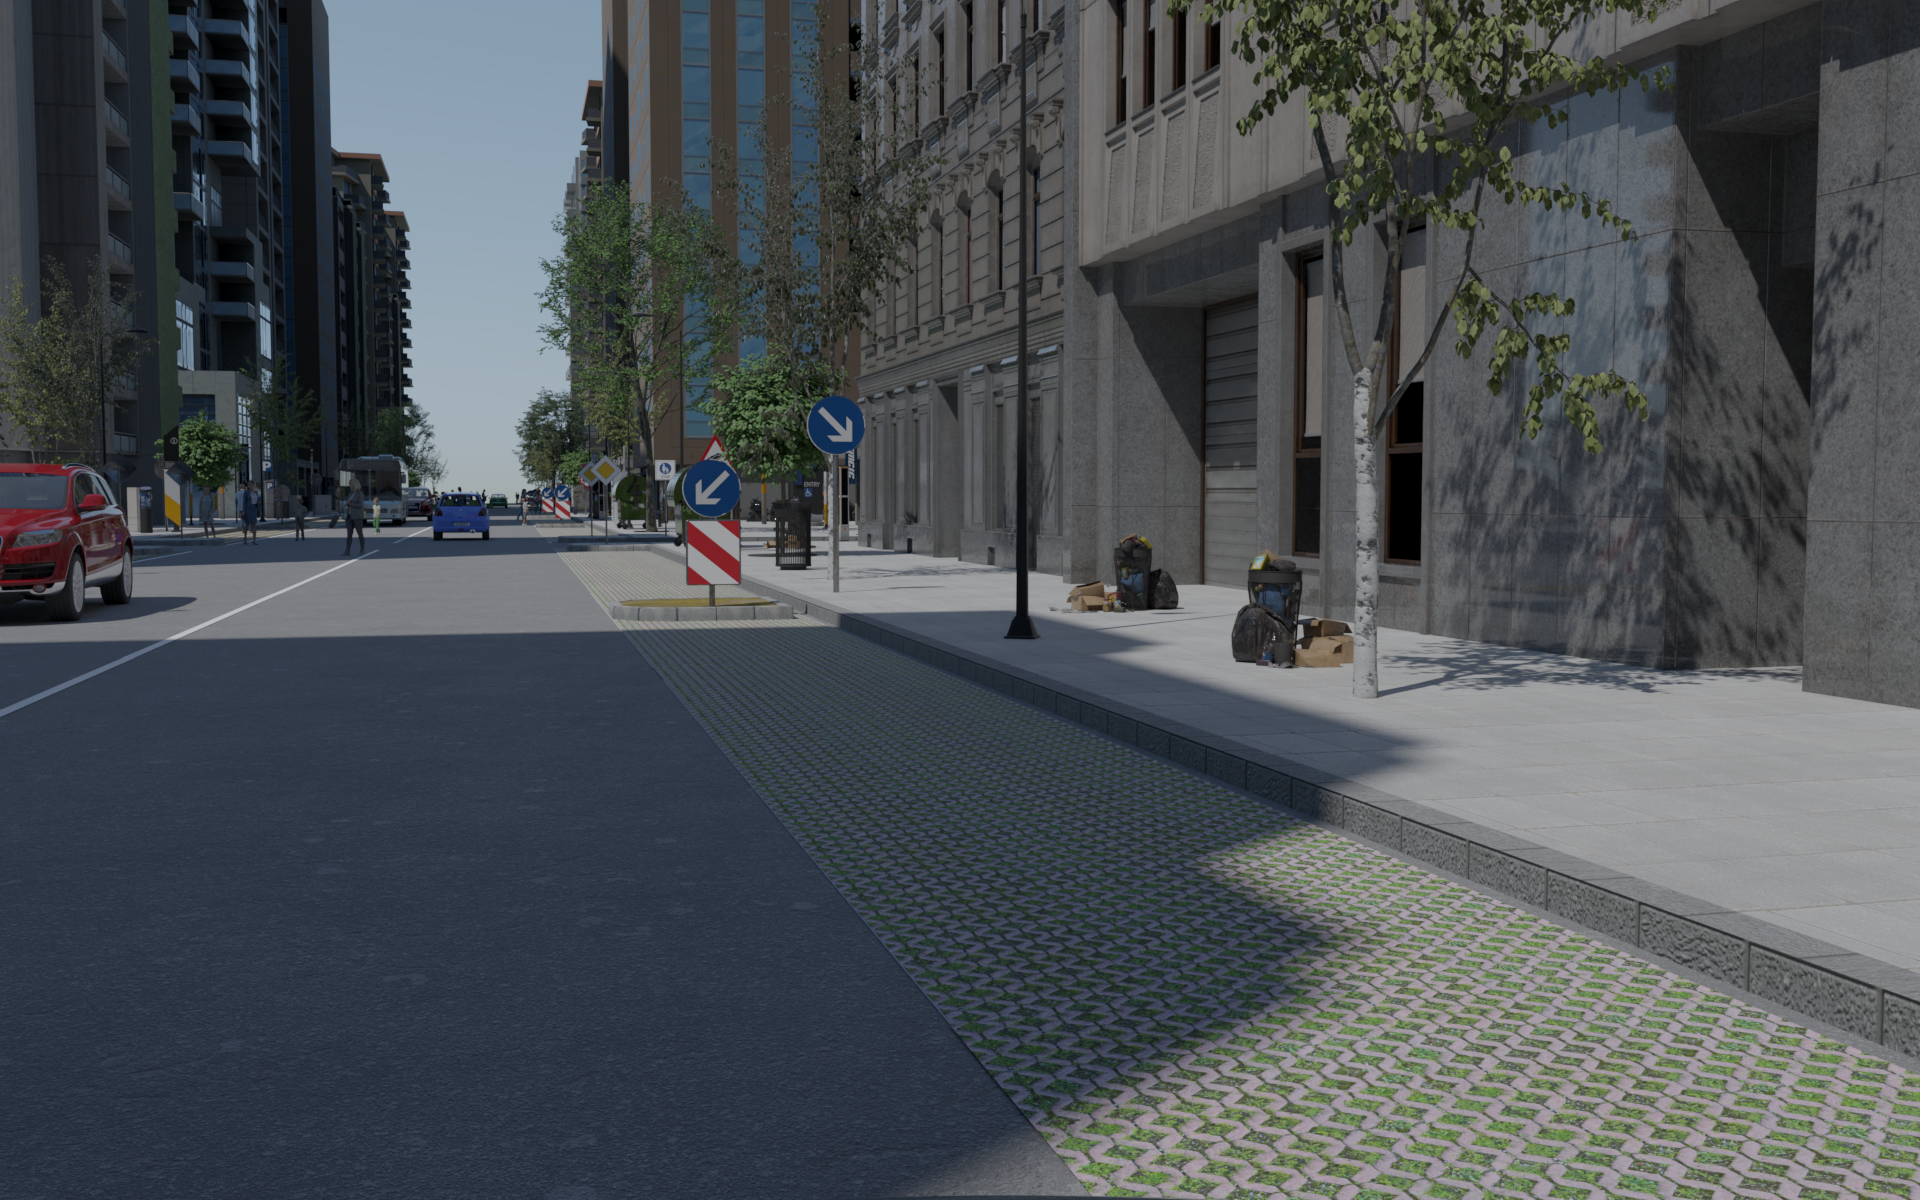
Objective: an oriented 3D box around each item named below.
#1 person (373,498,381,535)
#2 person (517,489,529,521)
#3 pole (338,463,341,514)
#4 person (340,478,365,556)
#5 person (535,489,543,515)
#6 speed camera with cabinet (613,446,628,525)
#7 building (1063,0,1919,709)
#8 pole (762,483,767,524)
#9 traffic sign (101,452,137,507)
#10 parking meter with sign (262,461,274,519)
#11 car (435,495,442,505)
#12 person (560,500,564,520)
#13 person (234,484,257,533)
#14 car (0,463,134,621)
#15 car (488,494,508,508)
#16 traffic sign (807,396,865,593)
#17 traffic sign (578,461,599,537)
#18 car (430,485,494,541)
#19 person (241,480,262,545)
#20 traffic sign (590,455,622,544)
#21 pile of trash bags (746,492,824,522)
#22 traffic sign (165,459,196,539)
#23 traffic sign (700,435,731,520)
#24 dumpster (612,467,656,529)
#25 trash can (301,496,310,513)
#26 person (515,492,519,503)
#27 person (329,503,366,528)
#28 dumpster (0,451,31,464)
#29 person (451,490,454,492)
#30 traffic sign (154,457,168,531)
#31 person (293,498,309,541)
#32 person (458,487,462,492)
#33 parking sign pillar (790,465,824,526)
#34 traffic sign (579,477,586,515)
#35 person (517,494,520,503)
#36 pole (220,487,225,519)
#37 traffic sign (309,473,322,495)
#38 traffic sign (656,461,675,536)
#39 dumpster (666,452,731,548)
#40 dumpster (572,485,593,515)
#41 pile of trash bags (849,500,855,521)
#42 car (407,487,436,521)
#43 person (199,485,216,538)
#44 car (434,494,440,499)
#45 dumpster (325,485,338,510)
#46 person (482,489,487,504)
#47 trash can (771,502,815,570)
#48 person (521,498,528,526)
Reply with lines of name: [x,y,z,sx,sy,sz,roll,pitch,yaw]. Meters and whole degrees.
person: [-20.395,-2.927,60.611,0.306,1.304,0.590,0,4,2]
person: [-23.376,-5.088,92.529,0.643,1.720,0.563,-1,4,-8]
pole: [-40.461,-7.288,112.998,0.158,3.312,0.155,0,3,0]
person: [-14.099,-1.933,40.286,0.537,1.800,0.526,3,5,40]
person: [-28.387,-6.575,116.599,0.593,1.750,0.643,-3,4,-36]
speed camera with cabinet: [-14.011,-4.719,71.493,0.660,3.252,2.038,-1,4,-10]
building: [9.800,-12.118,16.152,12.078,24.808,19.932,-1,4,-15]
pole: [-8.293,-4.859,73.291,0.158,3.312,0.155,0,3,0]
traffic sign: [-20.073,-2.309,41.393,0.795,2.450,0.064,-1,4,-15]
parking meter with sign: [-36.253,-5.784,90.828,0.543,3.016,1.738,-2,4,-27]
car: [-50.283,-9.520,168.232,1.945,1.354,3.894,-1,4,-16]
person: [-21.805,-4.998,94.885,0.362,1.253,0.373,3,5,41]
person: [-26.136,-3.340,63.292,0.721,1.800,0.419,0,4,3]
car: [-11.403,-0.747,20.882,2.281,1.827,5.304,-1,4,-16]
car: [-46.201,-10.064,173.334,1.959,1.807,4.718,-1,4,-15]
traffic sign: [-1.612,-1.370,22.501,0.768,2.556,0.104,-1,4,-14]
traffic sign: [-11.060,-2.956,51.970,0.795,2.450,0.064,-1,4,-15]
car: [-15.739,-2.760,54.714,1.945,1.707,3.694,-1,4,-15]
person: [-20.048,-2.473,48.965,0.581,1.822,0.654,-3,4,-37]
traffic sign: [-9.042,-2.483,44.243,0.795,2.450,0.064,-1,4,-15]
pile of trash bags: [-8.240,-4.302,80.083,3.447,1.369,1.912,1,4,22]
traffic sign: [-22.091,-2.782,49.120,0.795,2.450,0.064,-1,4,-15]
traffic sign: [-5.360,-2.323,37.993,0.884,2.594,0.081,-1,4,-9]
dumpster: [-11.919,-3.725,63.401,1.502,2.255,1.985,-1,4,-15]
trash can: [-41.204,-5.938,108.737,0.748,1.137,0.748,0,3,0]
person: [-68.140,-15.727,266.454,0.721,1.723,1.217,1,4,11]
person: [-25.773,-3.922,72.841,1.509,1.804,0.699,-2,4,-27]
dumpster: [-21.682,-2.244,39.186,1.502,2.255,1.985,-1,4,-15]
person: [-44.298,-8.735,151.313,0.705,1.824,1.348,-2,4,-28]
traffic sign: [-27.278,-3.632,59.491,0.768,2.556,0.104,0,4,-6]
person: [-20.273,-2.476,53.249,0.475,1.303,0.640,-1,4,-11]
person: [-25.068,-4.793,87.055,0.721,1.800,0.419,-2,4,-27]
parking sign pillar: [-6.140,-4.929,69.061,1.447,3.967,1.447,-2,4,-29]
traffic sign: [-22.726,-6.422,105.102,0.768,2.556,0.104,-1,4,-13]
person: [-70.988,-16.444,278.279,0.530,1.710,0.541,-3,5,-43]
pole: [-37.646,-5.780,88.347,0.158,3.312,0.155,0,3,0]
traffic sign: [-39.520,-6.493,106.261,0.768,2.556,0.104,-1,4,-11]
traffic sign: [-8.948,-3.089,52.633,0.606,2.300,0.079,-1,4,-14]
dumpster: [-6.186,-2.383,41.459,1.502,2.255,1.985,-1,4,-15]
dumpster: [-23.346,-6.216,107.393,1.264,1.857,1.865,-1,4,-15]
pile of trash bags: [-5.803,-4.468,82.803,1.912,1.369,3.447,-3,5,-40]
car: [-29.083,-5.120,92.377,2.281,1.827,5.304,-1,4,-14]
person: [-23.361,-2.707,53.767,0.512,1.701,0.522,-1,4,-14]
car: [-65.157,-12.513,214.815,2.015,1.641,3.980,-1,4,-14]
dumpster: [-41.508,-6.685,115.062,1.264,1.857,1.865,-1,4,-14]
person: [-39.437,-8.290,143.901,0.599,1.838,0.709,-1,4,-13]
trash can: [-2.821,-1.079,29.300,0.748,1.137,0.748,0,3,0]
person: [-19.734,-3.997,78.538,0.352,1.250,0.332,0,4,8]
